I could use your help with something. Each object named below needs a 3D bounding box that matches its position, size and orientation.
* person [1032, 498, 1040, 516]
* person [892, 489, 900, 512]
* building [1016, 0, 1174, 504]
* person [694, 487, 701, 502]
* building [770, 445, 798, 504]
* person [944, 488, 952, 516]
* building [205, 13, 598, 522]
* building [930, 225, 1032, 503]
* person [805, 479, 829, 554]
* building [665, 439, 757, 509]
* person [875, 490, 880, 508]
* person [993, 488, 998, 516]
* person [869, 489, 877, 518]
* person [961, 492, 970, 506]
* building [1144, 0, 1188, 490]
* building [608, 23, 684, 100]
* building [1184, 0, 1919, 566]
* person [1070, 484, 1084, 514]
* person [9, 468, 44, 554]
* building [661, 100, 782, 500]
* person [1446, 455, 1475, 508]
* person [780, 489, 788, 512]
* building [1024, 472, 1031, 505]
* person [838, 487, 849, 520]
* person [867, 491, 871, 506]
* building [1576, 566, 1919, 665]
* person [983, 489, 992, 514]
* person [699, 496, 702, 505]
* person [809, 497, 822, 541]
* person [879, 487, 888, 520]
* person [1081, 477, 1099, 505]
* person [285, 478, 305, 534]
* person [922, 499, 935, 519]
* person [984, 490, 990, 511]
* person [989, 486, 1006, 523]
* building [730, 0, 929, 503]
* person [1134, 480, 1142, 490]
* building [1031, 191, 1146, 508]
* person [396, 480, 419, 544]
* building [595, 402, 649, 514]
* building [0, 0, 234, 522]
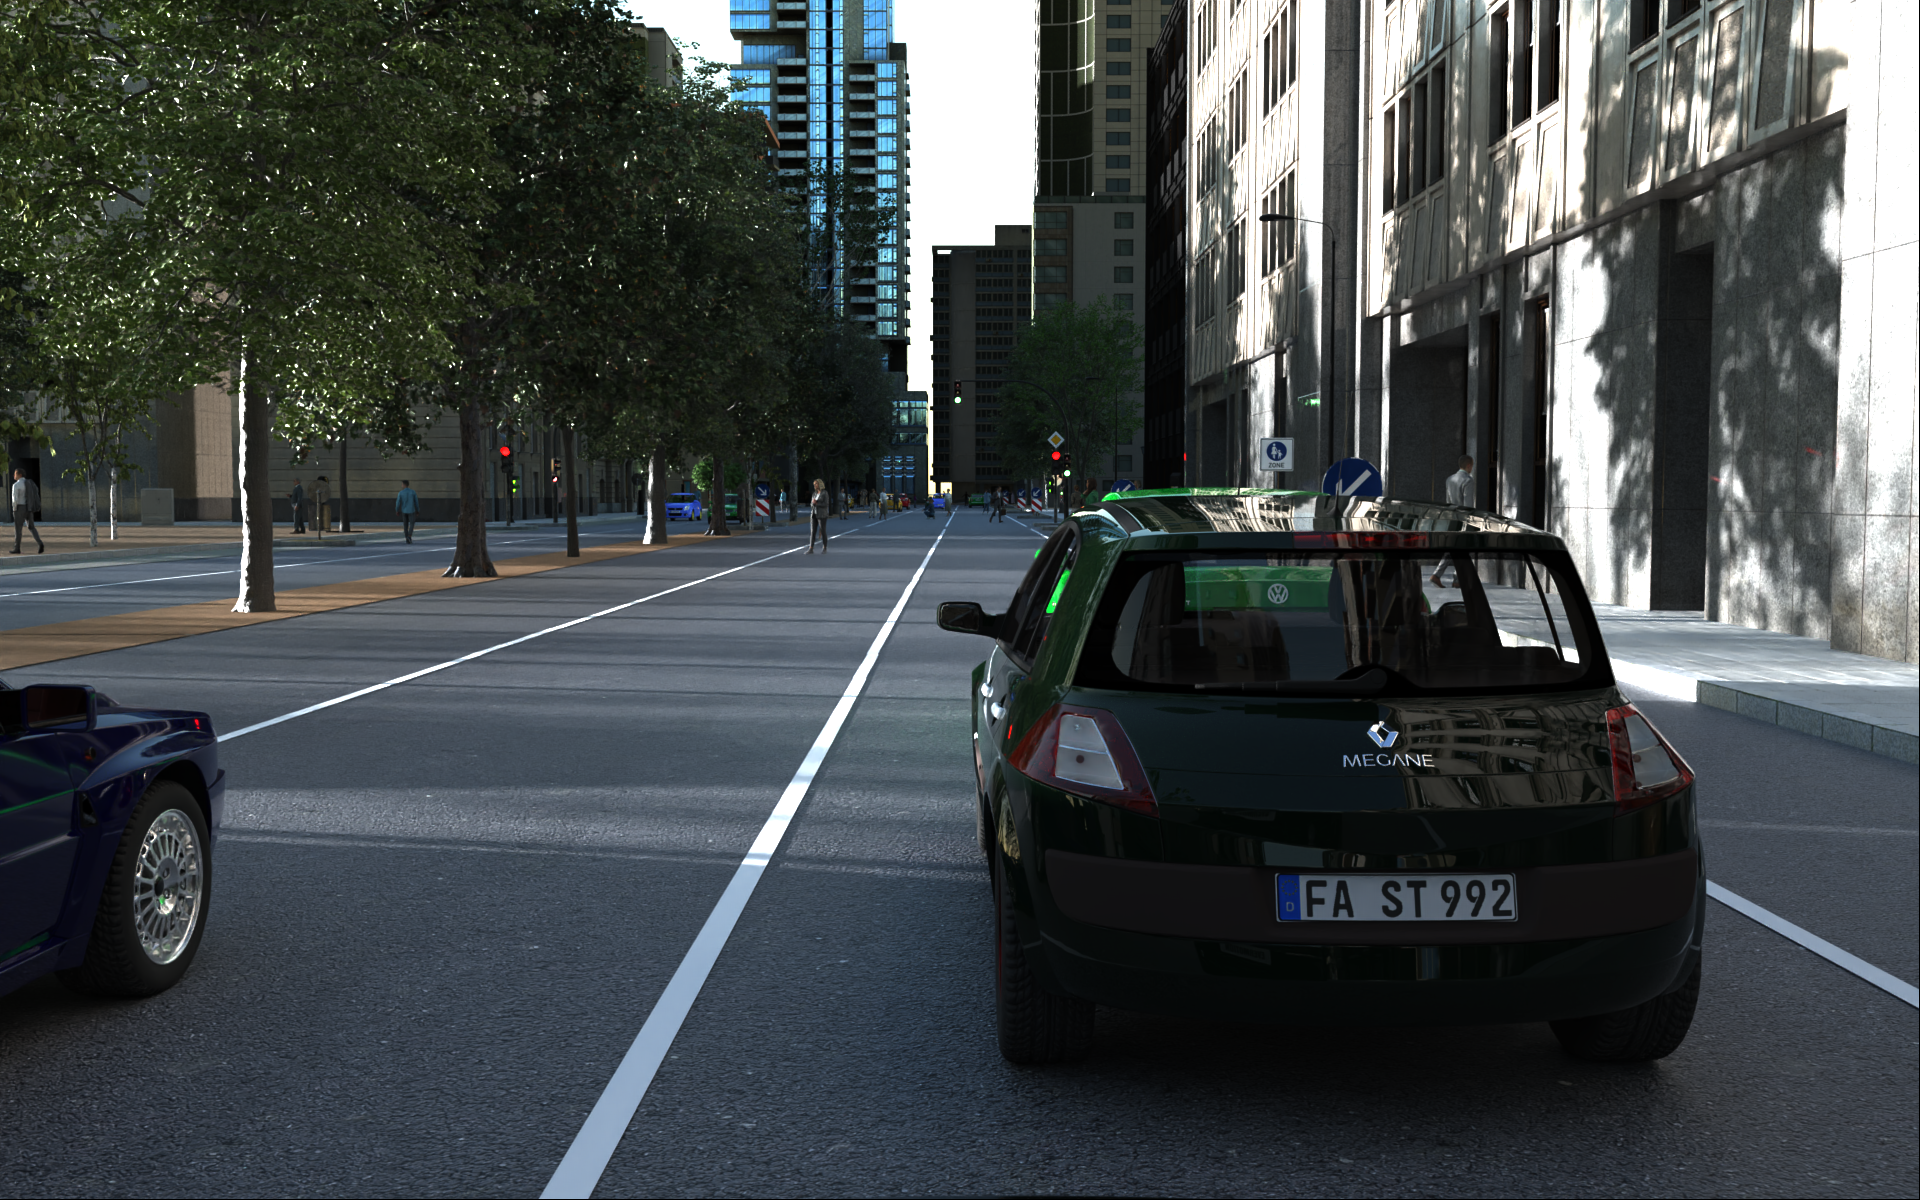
[{"bbox_3d":[4.845,-6.227,110.672,0.624,1.780,0.694,0,4,-4],"label":"person"},{"bbox_3d":[-5.071,-7.812,136.405,0.661,1.801,0.590,-2,4,-35],"label":"person"},{"bbox_3d":[17.568,-47.487,214.656,20.563,71.187,20.611,0,4,0],"label":"building"},{"bbox_3d":[-20.016,-7.711,132.144,0.660,1.820,0.620,1,4,15],"label":"person"},{"bbox_3d":[-27.878,-27.418,219.993,14.107,30.474,14.160,0,4,0],"label":"building"},{"bbox_3d":[-0.741,-6.336,112.324,0.478,1.798,0.641,3,5,40],"label":"person"},{"bbox_3d":[-27.138,-17.884,89.673,12.463,27.353,25.104,0,4,0],"label":"building"},{"bbox_3d":[7.679,-34.300,252.692,23.993,40.220,32.217,0,4,0],"label":"building"},{"bbox_3d":[-3.401,-2.015,41.637,0.537,1.800,0.526,3,5,44],"label":"person"},{"bbox_3d":[-35.162,-19.687,166.927,27.650,21.520,28.899,0,4,0],"label":"building"},{"bbox_3d":[-8.958,-10.750,184.206,1.348,1.831,0.705,-1,4,-16],"label":"person"},{"bbox_3d":[2.439,-6.361,112.419,0.656,1.842,0.836,-2,4,-32],"label":"person"},{"bbox_3d":[-5.170,-5.762,103.253,0.519,1.759,0.362,0,4,2],"label":"person"},{"bbox_3d":[0.699,-12.112,207.358,1.217,1.723,0.721,-2,4,-26],"label":"person"},{"bbox_3d":[13.389,-14.079,59.865,12.332,23.373,15.834,0,4,0],"label":"building"},{"bbox_3d":[-49.047,-41.226,216.041,28.212,58.520,21.231,0,4,0],"label":"building"},{"bbox_3d":[12.706,-13.662,41.393,12.078,24.808,19.932,0,4,0],"label":"building"},{"bbox_3d":[3.961,-3.058,59.053,0.519,1.759,0.362,-1,4,-20],"label":"person"},{"bbox_3d":[-20.109,-1.906,37.308,0.850,1.850,0.679,1,4,16],"label":"person"},{"bbox_3d":[-32.044,-33.058,195.117,22.147,44.769,28.867,0,4,0],"label":"building"},{"bbox_3d":[6.828,-1.066,23.586,0.853,1.813,0.709,-2,4,-24],"label":"person"},{"bbox_3d":[-13.943,-7.861,136.896,0.638,1.841,0.748,-3,5,-41],"label":"person"},{"bbox_3d":[21.463,-21.187,191.452,27.650,21.520,28.899,0,4,0],"label":"building"},{"bbox_3d":[-6.545,-5.418,97.279,0.583,1.804,0.606,2,4,35],"label":"person"},{"bbox_3d":[-10.661,-11.954,203.958,0.705,1.822,1.348,-3,5,-40],"label":"person"},{"bbox_3d":[13.233,-12.433,21.296,12.078,24.808,19.932,0,4,0],"label":"building"},{"bbox_3d":[1.883,-6.913,121.793,0.793,1.790,0.793,0,4,-2],"label":"person"},{"bbox_3d":[-22.541,-8.475,149.625,0.505,1.210,0.382,3,4,37],"label":"person"},{"bbox_3d":[-4.288,-2.625,52.416,0.512,1.701,0.522,-1,4,-16],"label":"person"},{"bbox_3d":[-4.254,-5.314,95.601,0.478,1.798,0.641,-2,4,-30],"label":"person"},{"bbox_3d":[2.858,-1.754,37.421,0.529,1.795,0.600,0,4,3],"label":"person"},{"bbox_3d":[-21.502,-3.046,56.020,0.590,1.801,0.661,-2,4,-26],"label":"person"},{"bbox_3d":[-1.827,-5.223,99.399,0.738,1.151,1.012,2,4,33],"label":"person"},{"bbox_3d":[2.331,-8.611,149.490,0.583,1.804,0.606,1,4,15],"label":"person"},{"bbox_3d":[1.893,-4.809,87.086,0.622,1.834,0.822,-3,5,-40],"label":"person"},{"bbox_3d":[-20.091,-57.099,246.244,31.000,86.520,22.319,0,4,0],"label":"building"},{"bbox_3d":[6.409,-3.413,62.030,0.728,1.800,0.709,0,4,-5],"label":"person"},{"bbox_3d":[13.954,-24.345,169.737,14.160,30.474,14.107,0,4,0],"label":"building"},{"bbox_3d":[-16.054,-2.561,50.238,0.638,1.841,0.748,0,4,-1],"label":"person"},{"bbox_3d":[-28.735,-18.381,119.617,14.460,24.649,34.723,0,4,0],"label":"building"},{"bbox_3d":[-46.185,-16.250,83.709,19.932,24.808,12.078,0,4,0],"label":"building"}]
